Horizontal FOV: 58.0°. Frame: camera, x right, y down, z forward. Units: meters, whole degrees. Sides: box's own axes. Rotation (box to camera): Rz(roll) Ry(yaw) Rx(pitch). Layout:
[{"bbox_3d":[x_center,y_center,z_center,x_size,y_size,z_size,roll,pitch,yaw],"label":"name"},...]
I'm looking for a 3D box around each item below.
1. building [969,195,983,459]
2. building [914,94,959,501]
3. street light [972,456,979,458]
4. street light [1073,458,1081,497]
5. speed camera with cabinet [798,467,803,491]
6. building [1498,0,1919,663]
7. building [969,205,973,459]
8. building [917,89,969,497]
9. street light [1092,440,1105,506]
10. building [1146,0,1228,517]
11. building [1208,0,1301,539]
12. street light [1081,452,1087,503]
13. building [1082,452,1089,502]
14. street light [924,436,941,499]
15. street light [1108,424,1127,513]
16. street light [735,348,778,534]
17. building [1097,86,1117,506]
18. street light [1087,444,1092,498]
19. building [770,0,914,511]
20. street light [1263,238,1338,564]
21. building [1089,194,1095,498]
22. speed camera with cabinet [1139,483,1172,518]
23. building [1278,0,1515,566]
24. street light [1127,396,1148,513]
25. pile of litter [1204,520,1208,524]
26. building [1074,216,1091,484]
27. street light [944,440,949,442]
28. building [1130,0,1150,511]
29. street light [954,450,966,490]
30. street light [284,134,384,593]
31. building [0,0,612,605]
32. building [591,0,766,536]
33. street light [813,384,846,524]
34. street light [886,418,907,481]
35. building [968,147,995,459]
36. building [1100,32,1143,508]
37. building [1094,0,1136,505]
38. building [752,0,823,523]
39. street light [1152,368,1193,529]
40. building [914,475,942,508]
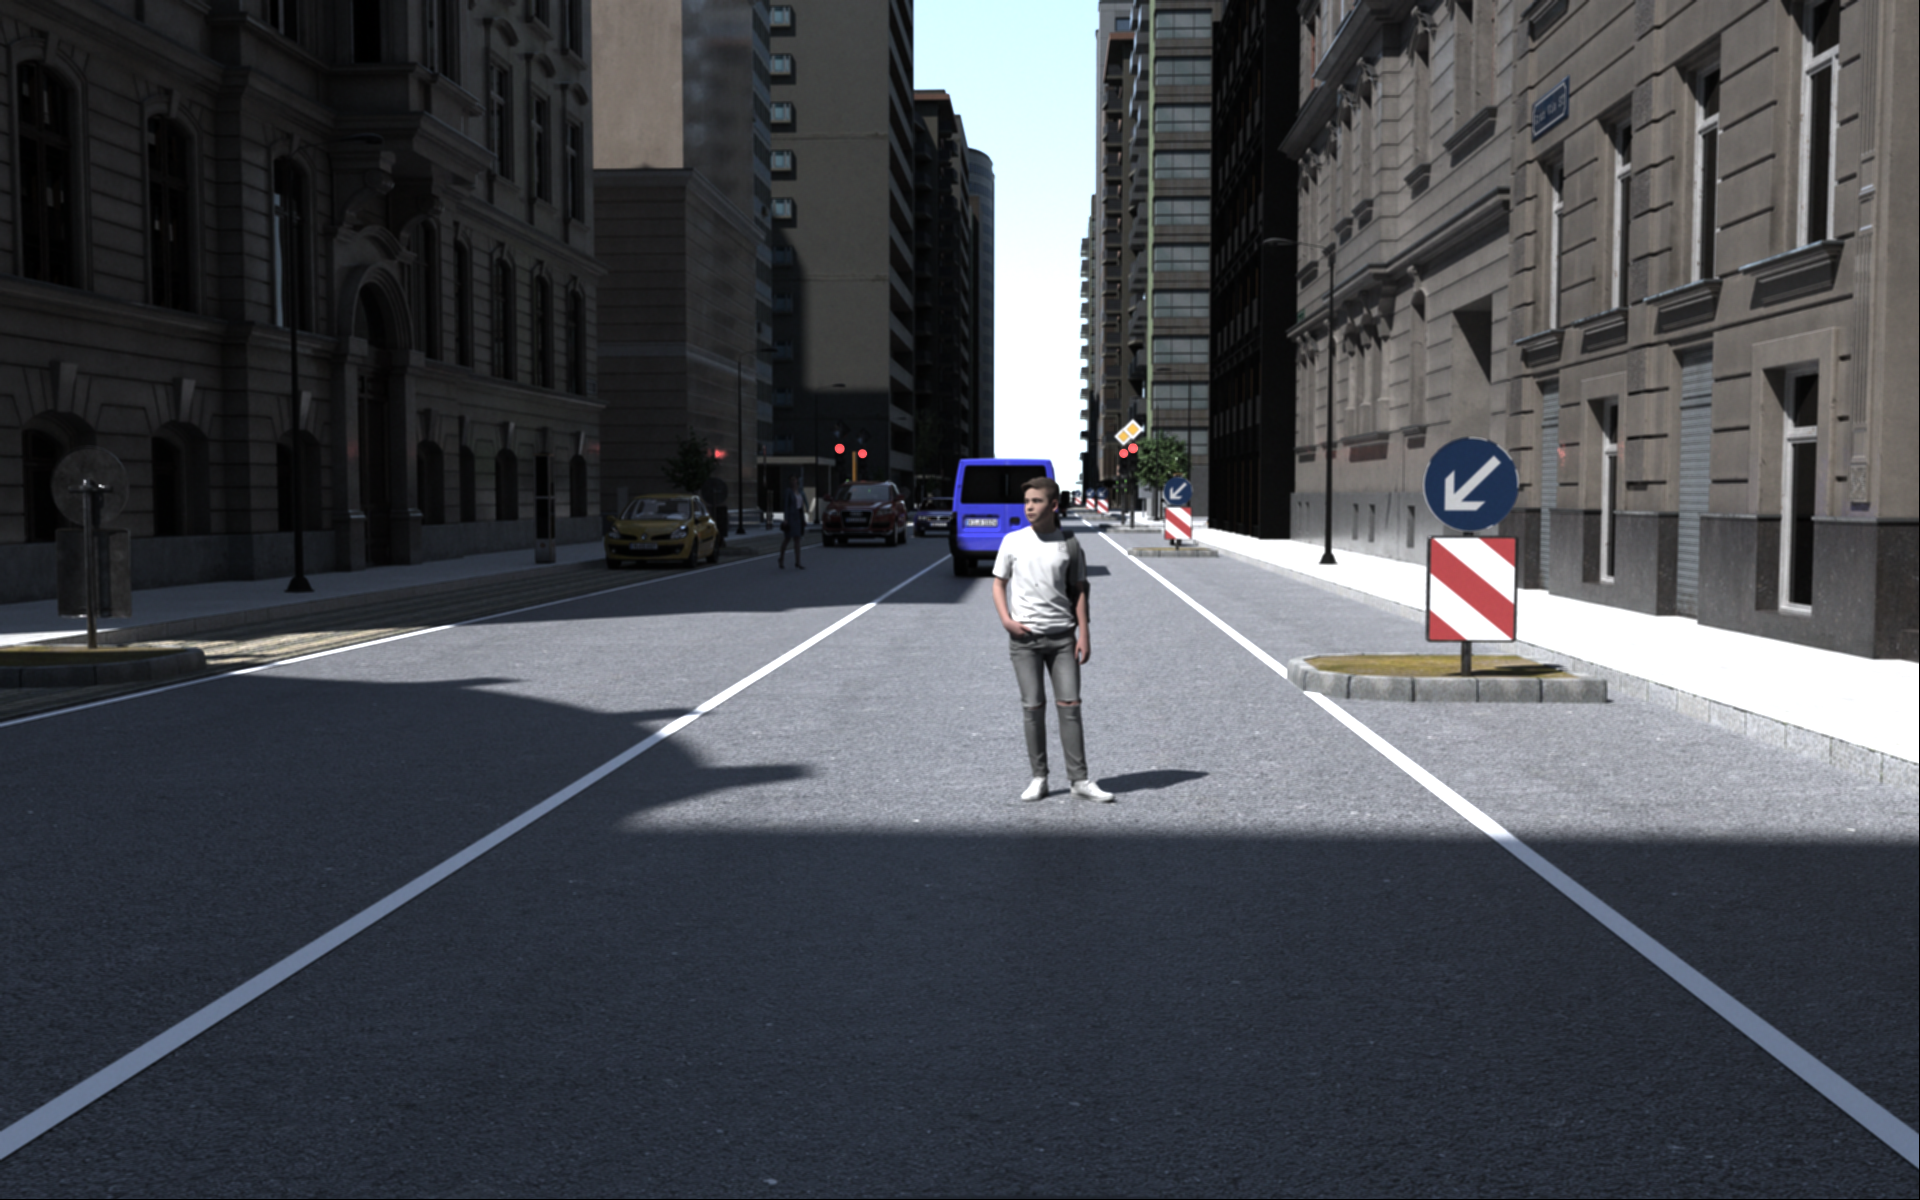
[{"bbox_3d":[-3.873,-36.856,252.704,14.600,45.320,14.200,0,4,3],"label":"building"},{"bbox_3d":[-11.565,-32.556,186.921,22.147,44.769,28.867,0,4,3],"label":"building"},{"bbox_3d":[1.719,-14.760,213.866,1.470,5.913,1.316,0,4,3],"label":"street light"},{"bbox_3d":[16.909,-16.508,242.450,1.470,5.913,1.316,0,4,3],"label":"street light"},{"bbox_3d":[-8.223,-6.343,98.050,2.038,3.252,0.660,0,4,0],"label":"speed camera with cabinet"},{"bbox_3d":[12.664,-13.100,11.451,12.463,27.353,25.104,0,4,3],"label":"building"},{"bbox_3d":[-5.550,-33.956,238.779,14.154,41.232,14.086,0,4,3],"label":"building"},{"bbox_3d":[-10.032,-35.978,211.948,21.300,48.544,21.600,0,4,3],"label":"building"},{"bbox_3d":[12.225,-10.708,147.619,1.470,5.913,1.316,0,4,3],"label":"street light"},{"bbox_3d":[17.996,-25.555,101.421,14.154,41.232,14.086,0,4,3],"label":"building"},{"bbox_3d":[15.023,-13.834,55.867,12.332,23.373,15.834,0,4,3],"label":"building"},{"bbox_3d":[14.442,-13.423,192.014,1.470,5.913,1.316,0,4,3],"label":"street light"},{"bbox_3d":[29.862,-57.873,258.887,22.319,86.520,31.000,0,4,3],"label":"building"},{"bbox_3d":[-2.266,-10.111,137.857,1.470,5.913,1.316,0,4,3],"label":"street light"},{"bbox_3d":[10.518,-8.699,114.776,1.470,5.913,1.316,0,4,3],"label":"street light"},{"bbox_3d":[-6.481,-5.059,55.250,1.470,5.913,1.316,0,4,3],"label":"street light"},{"bbox_3d":[22.210,-32.807,186.508,14.600,45.320,14.200,0,4,3],"label":"building"},{"bbox_3d":[12.700,-11.412,159.123,1.470,5.913,1.316,0,4,3],"label":"street light"},{"bbox_3d":[-14.641,-30.409,120.882,21.300,48.544,21.600,0,4,3],"label":"building"},{"bbox_3d":[6.209,-3.613,31.610,1.470,5.913,1.316,0,4,3],"label":"street light"},{"bbox_3d":[24.825,-33.892,237.724,14.154,41.232,14.086,0,4,3],"label":"building"},{"bbox_3d":[10.670,-6.051,93.265,2.038,3.252,0.660,0,4,-6],"label":"speed camera with cabinet"},{"bbox_3d":[14.792,-15.190,35.745,14.401,28.519,23.554,0,4,3],"label":"building"},{"bbox_3d":[8.829,-6.713,82.305,1.470,5.913,1.316,0,4,3],"label":"street light"},{"bbox_3d":[11.157,-3.609,72.970,1.719,0.858,1.176,2,4,25],"label":"pile of litter"},{"bbox_3d":[31.286,-41.044,290.669,23.786,49.044,30.456,0,4,3],"label":"building"},{"bbox_3d":[-1.647,-10.830,149.611,1.470,5.913,1.316,0,4,3],"label":"street light"},{"bbox_3d":[24.326,-31.285,131.114,23.786,49.044,30.456,0,4,3],"label":"building"},{"bbox_3d":[-0.077,-12.796,181.754,1.470,5.913,1.316,0,4,3],"label":"street light"},{"bbox_3d":[-8.125,-3.056,22.509,1.470,5.913,1.316,0,4,3],"label":"street light"},{"bbox_3d":[-15.723,-12.882,29.699,14.460,24.649,34.723,0,4,3],"label":"building"},{"bbox_3d":[-17.527,-16.669,58.448,20.117,28.700,13.634,0,4,3],"label":"building"},{"bbox_3d":[-5.517,-6.154,73.152,1.470,5.913,1.316,0,4,3],"label":"street light"},{"bbox_3d":[-3.927,-8.115,105.220,1.470,5.913,1.316,0,4,3],"label":"street light"},{"bbox_3d":[-5.139,-45.706,289.297,21.231,58.520,28.212,0,4,3],"label":"building"},{"bbox_3d":[24.645,-31.156,164.028,22.147,44.769,28.867,0,4,3],"label":"building"},{"bbox_3d":[26.731,-40.724,207.840,21.231,58.520,28.212,0,4,3],"label":"building"},{"bbox_3d":[-22.414,-24.042,84.975,32.217,40.220,23.993,0,4,3],"label":"building"},{"bbox_3d":[7.877,-5.574,63.674,1.470,5.913,1.316,0,4,3],"label":"street light"},{"bbox_3d":[-18.062,-28.691,160.975,32.217,40.220,23.993,0,4,3],"label":"building"}]
